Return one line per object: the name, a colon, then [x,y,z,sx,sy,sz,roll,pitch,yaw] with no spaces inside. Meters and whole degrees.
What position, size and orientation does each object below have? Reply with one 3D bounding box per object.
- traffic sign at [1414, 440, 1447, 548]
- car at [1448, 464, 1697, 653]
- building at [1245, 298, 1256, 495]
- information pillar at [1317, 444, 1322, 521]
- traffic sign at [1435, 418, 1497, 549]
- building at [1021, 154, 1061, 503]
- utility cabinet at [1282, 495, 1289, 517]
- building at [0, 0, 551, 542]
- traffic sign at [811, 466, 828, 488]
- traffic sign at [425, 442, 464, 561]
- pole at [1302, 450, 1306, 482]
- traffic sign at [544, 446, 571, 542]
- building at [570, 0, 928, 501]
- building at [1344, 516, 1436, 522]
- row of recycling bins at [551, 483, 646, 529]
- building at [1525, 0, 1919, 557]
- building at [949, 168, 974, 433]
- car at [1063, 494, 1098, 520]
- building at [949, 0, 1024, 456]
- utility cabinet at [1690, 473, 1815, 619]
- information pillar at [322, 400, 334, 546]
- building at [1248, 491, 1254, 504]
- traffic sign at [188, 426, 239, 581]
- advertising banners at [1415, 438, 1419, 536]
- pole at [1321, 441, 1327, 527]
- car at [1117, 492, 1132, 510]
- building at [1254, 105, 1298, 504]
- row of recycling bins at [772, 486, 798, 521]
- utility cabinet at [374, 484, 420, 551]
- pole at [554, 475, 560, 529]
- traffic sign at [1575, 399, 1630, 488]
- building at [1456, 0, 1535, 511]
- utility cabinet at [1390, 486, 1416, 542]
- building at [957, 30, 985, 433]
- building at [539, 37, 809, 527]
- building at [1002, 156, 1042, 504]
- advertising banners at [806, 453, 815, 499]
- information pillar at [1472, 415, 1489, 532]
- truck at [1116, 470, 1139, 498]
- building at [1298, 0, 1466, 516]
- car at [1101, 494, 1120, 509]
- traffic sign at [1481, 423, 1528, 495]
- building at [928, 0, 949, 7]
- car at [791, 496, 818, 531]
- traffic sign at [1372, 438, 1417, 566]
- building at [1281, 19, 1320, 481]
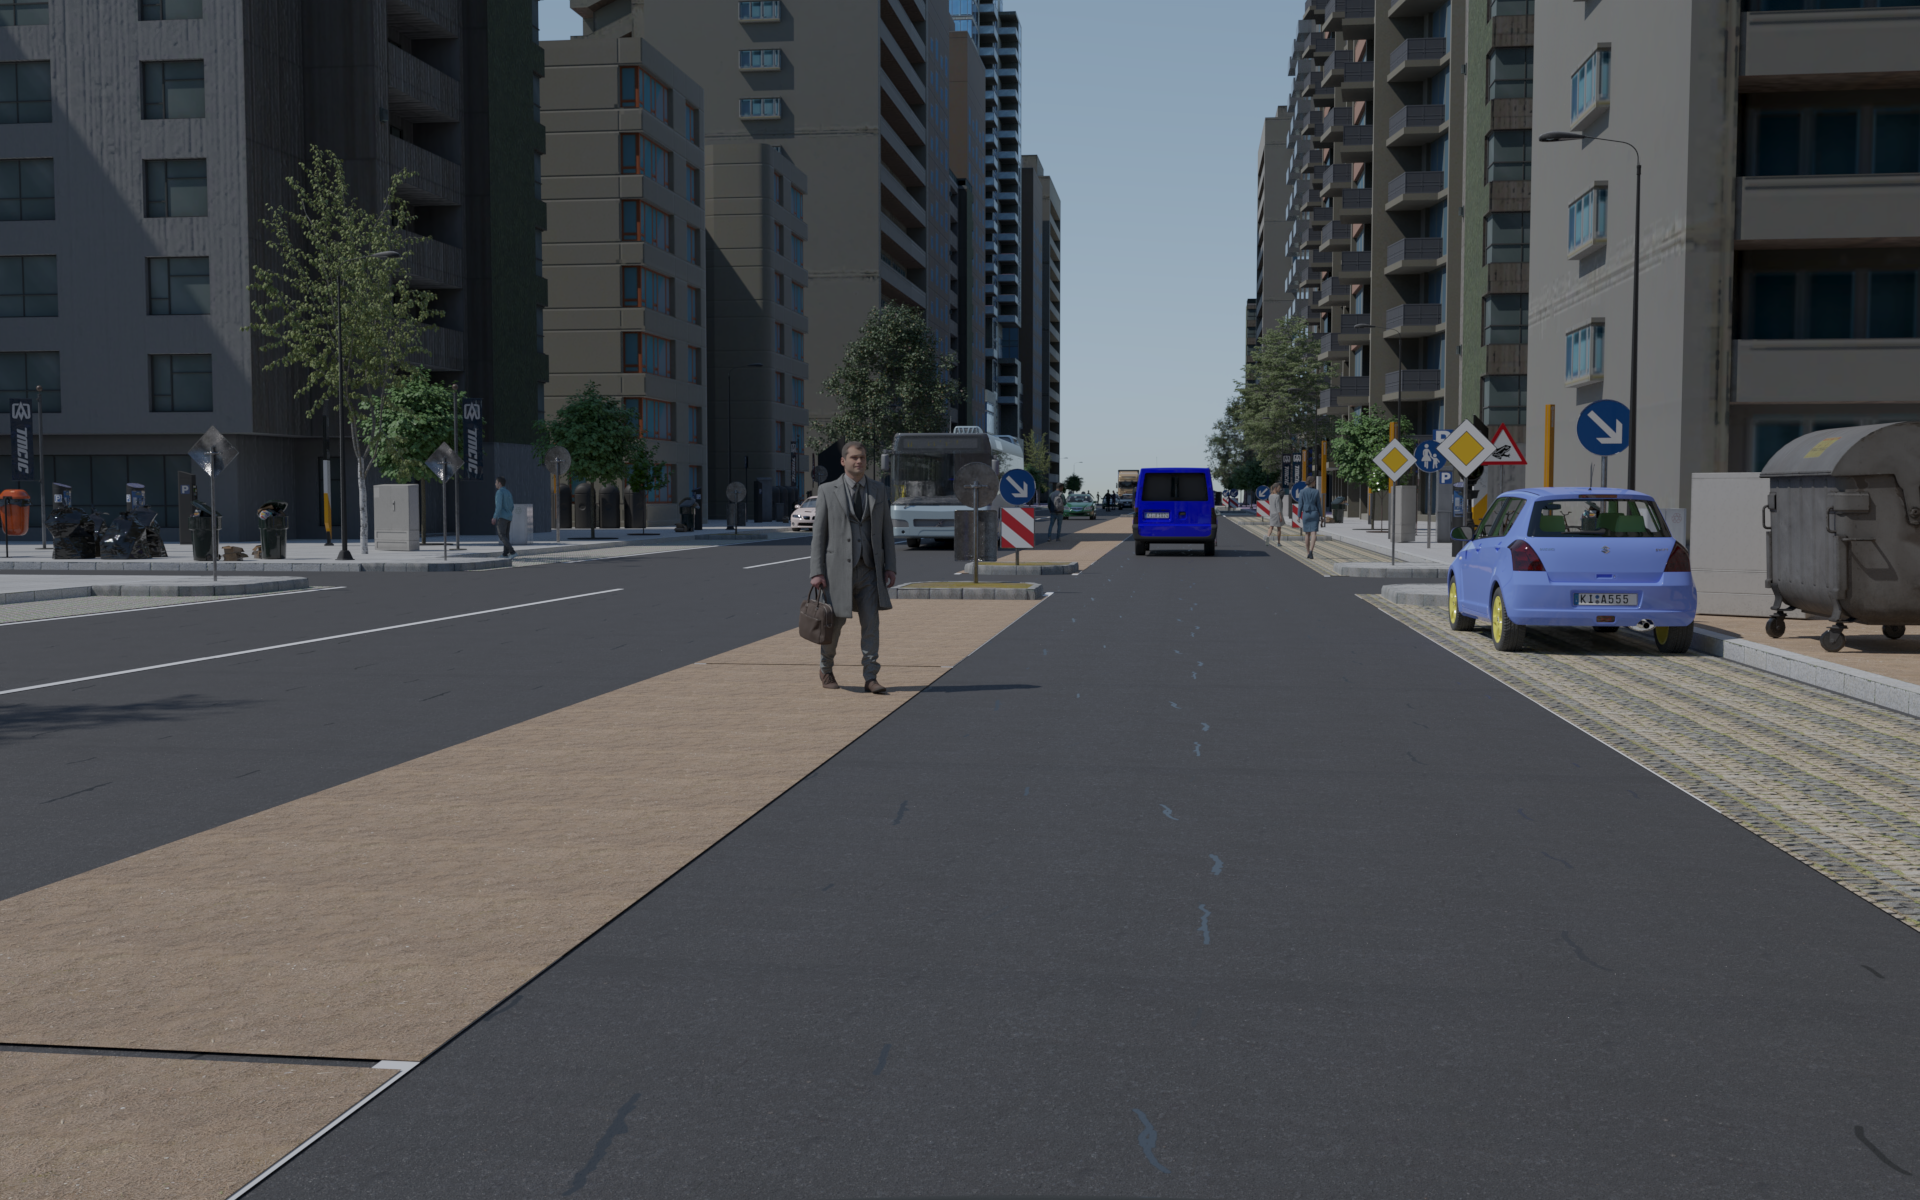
traffic sign: [11.062,-2.489,40.794,0.768,2.556,0.104,1,4,9]
car: [5.843,-0.446,16.890,1.945,1.707,3.694,0,4,6]
building: [48.845,-29.505,254.113,14.160,30.474,14.107,0,4,7]
information pillar: [16.875,-5.497,81.231,0.183,3.616,0.504,3,5,42]
traffic sign: [6.734,-1.190,23.101,0.795,2.450,0.064,0,4,7]
building: [3.149,-38.377,251.165,21.300,48.544,21.600,0,4,7]
utility cabinet: [18.676,-5.356,98.726,0.306,1.237,1.020,-1,4,-8]
building: [-21.650,-17.125,51.691,14.160,30.474,14.107,0,4,7]
traffic sign: [-6.311,-4.737,77.563,0.768,2.556,0.104,1,4,9]
traffic sign: [-9.921,-1.817,33.346,0.795,2.450,0.064,0,4,7]
pole: [15.999,-5.302,80.523,0.158,3.312,0.155,0,3,0]
traffic sign: [-10.673,-2.802,45.926,0.768,2.556,0.104,1,4,13]
building: [-14.306,-30.346,119.866,21.300,48.544,21.600,0,4,7]
building: [30.213,-26.554,88.775,22.147,44.769,28.867,0,4,7]
row of recycling bins: [-13.442,-3.503,64.382,3.534,1.692,1.069,0,4,-5]
building: [25.314,-25.482,40.340,21.600,48.544,21.300,0,4,7]
building: [-6.612,-23.300,152.660,14.160,30.474,14.107,0,4,7]
car: [6.682,-5.224,97.209,2.131,1.459,4.920,0,4,7]
building: [-2.894,-54.835,209.224,22.319,86.520,31.000,0,4,7]
utility cabinet: [8.254,-0.572,18.026,1.173,1.500,0.318,3,5,43]
information pillar: [-15.642,-3.146,42.795,0.183,3.616,0.504,-1,4,-12]
building: [55.582,-33.143,233.761,32.217,40.220,23.993,0,4,7]
traffic sign: [-10.957,-1.332,25.429,0.795,2.450,0.064,0,4,7]
advertising banners: [14.237,-3.535,53.988,0.090,3.025,2.074,1,4,18]
pole: [13.987,-4.450,66.600,0.158,3.312,0.155,0,3,0]
car: [15.225,-8.969,156.431,2.009,1.686,4.222,1,4,9]
building: [47.393,-35.959,211.625,21.300,48.544,21.600,0,4,7]
row of recycling bins: [-8.779,-4.786,85.362,1.069,1.692,3.534,1,4,14]
utility cabinet: [-12.705,-1.856,39.022,1.173,1.500,0.318,2,4,33]
pole: [-14.777,-4.259,63.480,0.158,3.312,0.155,0,3,0]
traffic sign: [8.688,-1.423,23.375,0.768,2.556,0.104,1,4,14]
building: [24.311,-17.601,59.473,14.160,30.474,14.107,0,4,7]
utility cabinet: [11.719,-2.272,45.822,0.318,1.500,1.173,2,4,32]
building: [-5.247,-31.580,166.447,14.600,45.320,14.200,0,4,7]
building: [-23.857,-14.490,81.950,27.650,21.520,28.899,0,4,7]
building: [3.537,-35.614,232.392,14.600,45.320,14.200,0,4,7]
advertising banners: [-6.439,-4.800,74.669,0.090,3.025,2.074,-1,4,-14]
information pillar: [15.335,-3.655,51.112,0.504,3.616,0.183,-1,4,-16]
truck: [19.560,-12.966,200.903,2.839,4.237,11.283,0,4,6]
building: [37.360,-29.134,130.971,22.147,44.769,28.867,0,4,7]
car: [14.613,-9.464,166.539,2.131,1.459,4.920,0,4,6]
traffic sign: [9.907,-1.938,31.689,0.884,2.594,0.081,1,4,15]
building: [-8.651,-29.794,137.246,14.600,45.320,14.200,0,4,7]
car: [-5.270,-3.364,67.361,2.083,1.381,4.827,0,4,8]
traffic sign: [7.770,-1.674,31.019,0.795,2.450,0.064,0,4,7]
building: [41.824,-33.059,160.116,23.786,49.044,30.456,0,4,7]
